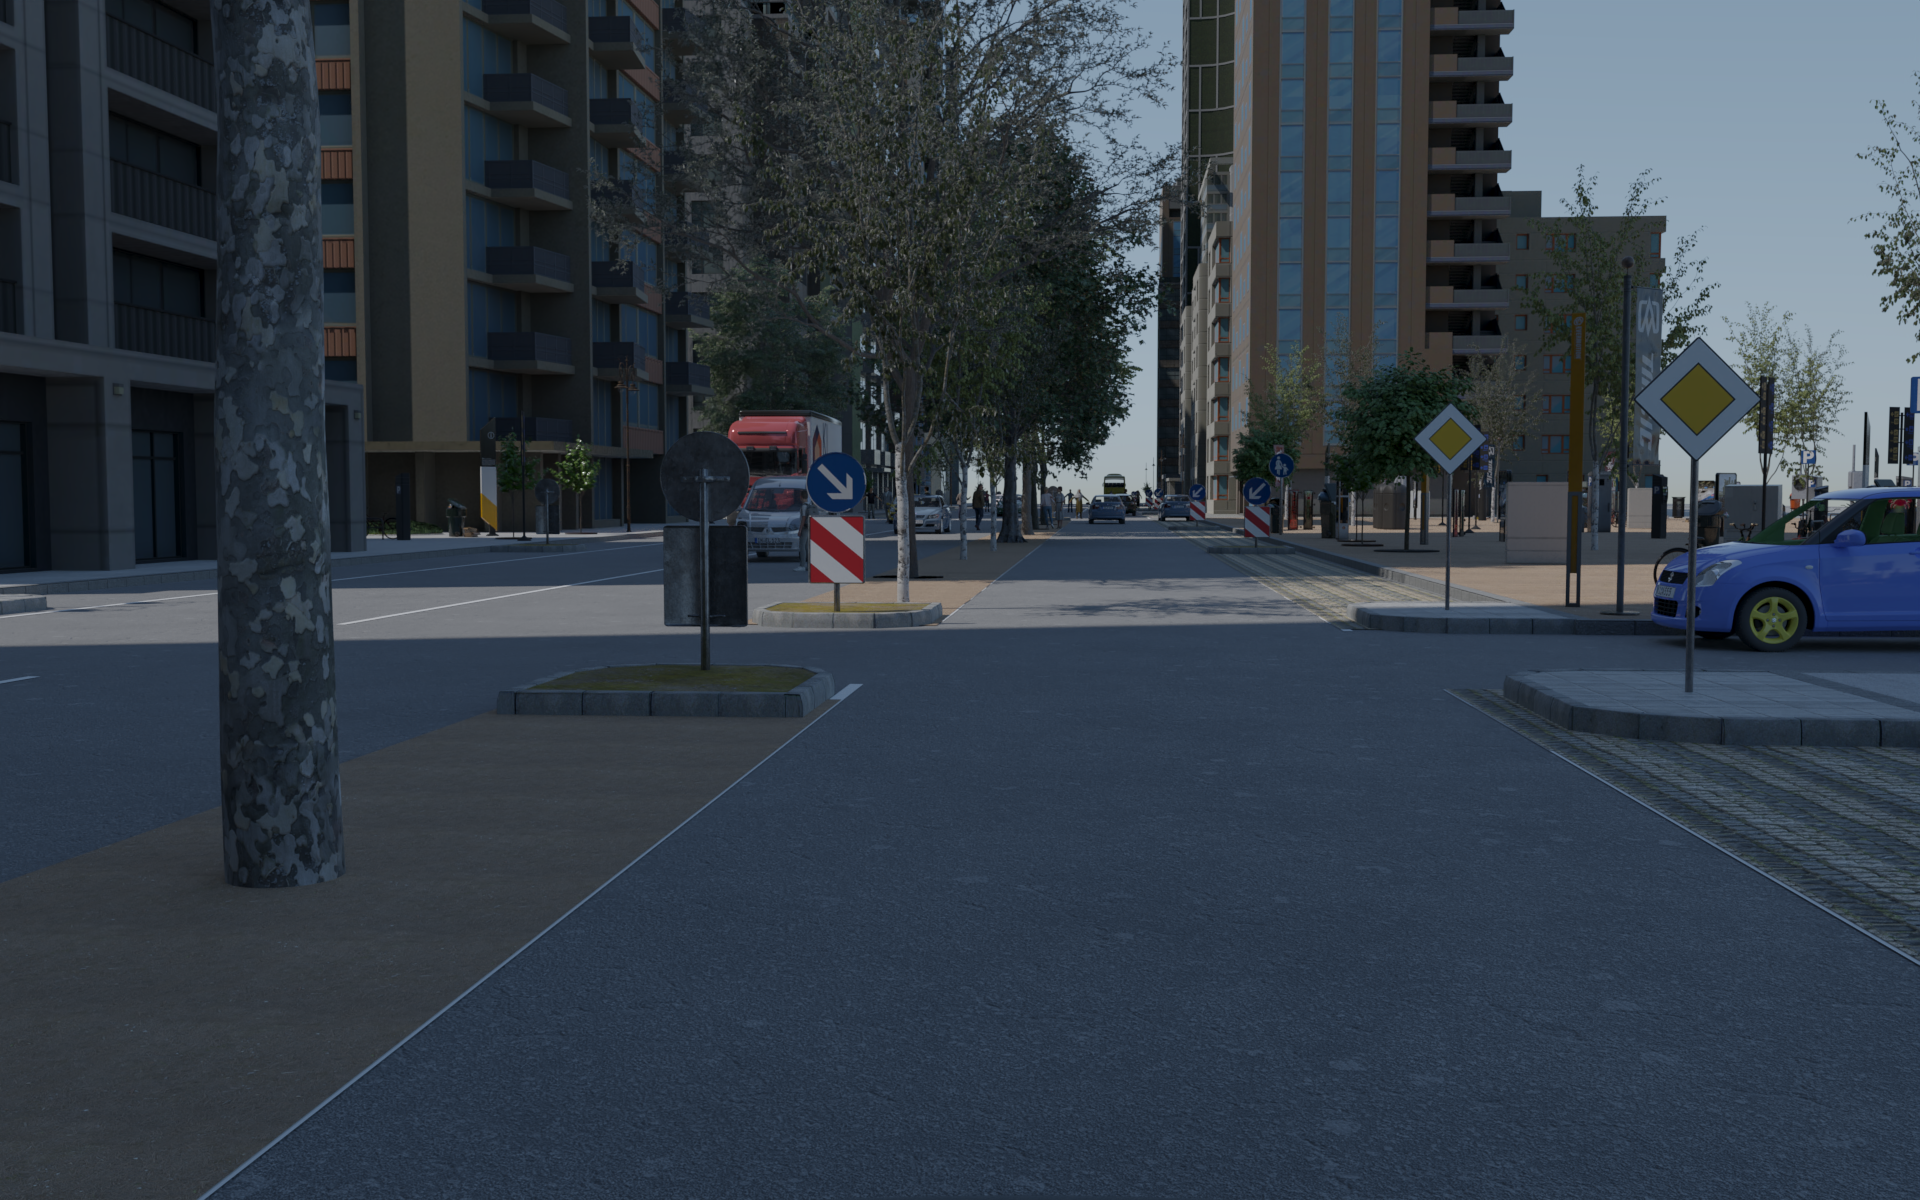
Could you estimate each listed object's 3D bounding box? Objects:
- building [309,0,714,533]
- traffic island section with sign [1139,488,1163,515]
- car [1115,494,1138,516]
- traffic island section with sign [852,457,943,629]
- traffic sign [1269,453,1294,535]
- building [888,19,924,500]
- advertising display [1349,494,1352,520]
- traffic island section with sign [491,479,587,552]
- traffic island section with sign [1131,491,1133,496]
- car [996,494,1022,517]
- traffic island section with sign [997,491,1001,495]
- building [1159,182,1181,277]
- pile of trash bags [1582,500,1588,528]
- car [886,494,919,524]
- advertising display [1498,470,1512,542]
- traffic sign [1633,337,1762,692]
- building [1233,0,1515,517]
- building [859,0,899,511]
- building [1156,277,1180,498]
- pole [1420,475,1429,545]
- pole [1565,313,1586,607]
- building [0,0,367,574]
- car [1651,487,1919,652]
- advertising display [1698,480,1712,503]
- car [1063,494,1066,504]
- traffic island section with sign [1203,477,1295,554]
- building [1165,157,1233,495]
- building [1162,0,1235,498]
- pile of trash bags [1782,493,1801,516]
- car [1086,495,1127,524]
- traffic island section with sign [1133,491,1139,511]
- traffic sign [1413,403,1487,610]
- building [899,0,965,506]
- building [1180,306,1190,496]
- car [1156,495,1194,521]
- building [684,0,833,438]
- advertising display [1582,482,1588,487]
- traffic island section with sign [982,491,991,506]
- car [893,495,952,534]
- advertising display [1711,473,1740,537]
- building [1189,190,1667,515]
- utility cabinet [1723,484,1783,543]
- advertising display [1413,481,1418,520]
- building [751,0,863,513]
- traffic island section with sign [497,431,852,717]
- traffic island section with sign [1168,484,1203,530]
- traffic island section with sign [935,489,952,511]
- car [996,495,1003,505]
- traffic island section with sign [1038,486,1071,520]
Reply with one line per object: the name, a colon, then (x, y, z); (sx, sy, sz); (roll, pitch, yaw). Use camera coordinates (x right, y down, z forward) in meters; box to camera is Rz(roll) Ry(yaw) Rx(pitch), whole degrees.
building: (-22.665, -25.428, 70.378); (22.147, 44.769, 28.867); (0, 4, 5)
traffic island section with sign: (13.510, -6.746, 118.923); (1.989, 1.847, 2.006); (0, 4, 5)
car: (10.766, -6.399, 114.410); (2.009, 1.686, 4.222); (0, 4, 5)
traffic island section with sign: (-1.283, -0.690, 19.416); (2.006, 1.907, 1.989); (0, 4, 5)
traffic sign: (10.061, -3.312, 54.263); (0.768, 2.556, 0.104); (0, 4, 7)
building: (-10.962, -31.331, 162.374); (14.600, 45.320, 14.200); (0, 4, 5)
advertising display: (19.522, -5.002, 87.003); (0.123, 1.923, 0.974); (3, 4, 39)
traffic island section with sign: (-10.487, -2.130, 43.452); (1.989, 1.847, 2.006); (0, 4, 5)
traffic island section with sign: (20.399, -11.730, 200.410); (1.989, 1.847, 2.006); (0, 4, 5)
car: (3.352, -6.043, 110.608); (2.131, 1.459, 4.920); (0, 4, 6)
traffic island section with sign: (5.223, -13.510, 229.518); (1.989, 1.847, 2.006); (0, 4, 5)
building: (35.131, -36.330, 244.109); (14.600, 45.320, 14.200); (0, 4, 5)
pile of trash bags: (22.084, -3.420, 65.666); (3.447, 1.369, 1.912); (-1, 4, -11)
car: (-2.525, -4.528, 84.254); (2.015, 1.641, 3.980); (0, 4, 3)
advertising display: (14.679, -2.536, 46.685); (0.123, 1.923, 0.974); (0, 4, 4)
traffic sign: (4.721, -0.460, 11.160); (0.795, 2.450, 0.064); (0, 4, 5)
building: (23.522, -27.612, 101.563); (14.600, 45.320, 14.200); (0, 4, 5)
building: (-16.936, -31.853, 140.398); (23.786, 49.044, 30.456); (0, 4, 5)
building: (33.180, -28.035, 230.073); (14.160, 30.474, 14.107); (0, 4, 5)
pole: (11.762, -3.055, 43.789); (0.158, 3.312, 0.155); (0, 3, 0)
pole: (6.974, -1.576, 19.614); (0.158, 3.312, 0.155); (0, 3, 0)
building: (-23.903, -36.387, 33.178); (20.563, 71.187, 20.611); (0, 4, 5)
car: (8.517, -0.412, 16.333); (3.694, 1.707, 1.945); (0, 4, 5)
advertising display: (34.927, -4.656, 81.340); (0.974, 1.923, 0.123); (2, 4, 33)
car: (13.903, -14.309, 242.987); (2.155, 1.783, 4.494); (0, 4, 3)
traffic island section with sign: (7.013, -2.036, 41.923); (1.989, 1.847, 2.006); (0, 4, 5)
building: (38.852, -30.372, 188.460); (32.217, 40.220, 23.993); (0, 4, 5)
building: (35.433, -47.278, 211.252); (20.563, 71.187, 20.611); (0, 4, 5)
pile of trash bags: (42.453, -4.939, 90.505); (3.447, 1.369, 1.912); (-1, 4, -16)
car: (7.112, -4.407, 84.064); (2.014, 1.417, 4.499); (0, 4, 4)
traffic island section with sign: (15.780, -8.389, 145.782); (1.989, 1.847, 2.006); (0, 4, 5)
traffic sign: (5.393, -0.946, 19.117); (0.795, 2.450, 0.064); (0, 4, 5)
building: (-9.976, -55.845, 225.731); (22.319, 86.520, 31.000); (0, 4, 5)
building: (34.032, -18.817, 152.704); (27.650, 21.520, 28.899); (0, 4, 5)
car: (11.419, -4.864, 91.536); (2.014, 1.417, 4.499); (0, 4, 4)
building: (-15.624, -20.277, 103.224); (14.160, 30.474, 14.107); (0, 4, 5)
advertising display: (32.074, -5.139, 89.240); (0.123, 1.923, 0.974); (3, 5, 41)
traffic island section with sign: (2.904, -11.830, 202.041); (1.989, 1.847, 2.006); (0, 4, 5)
car: (-1.344, -3.160, 63.664); (2.014, 1.417, 4.499); (0, 4, 6)
advertising display: (23.044, -2.870, 52.139); (0.974, 1.923, 0.123); (-2, 4, -35)
building: (31.188, -17.015, 123.230); (27.650, 21.520, 28.899); (0, 4, 5)
utility cabinet: (18.285, -1.913, 39.959); (1.173, 1.500, 0.318); (3, 5, 42)
advertising display: (22.692, -4.959, 86.298); (0.123, 1.923, 0.974); (0, 4, 8)
building: (-14.534, -26.510, 117.029); (14.154, 41.232, 14.086); (0, 4, 5)
traffic island section with sign: (-1.916, -0.238, 12.035); (2.006, 1.907, 1.989); (0, 4, 5)
traffic island section with sign: (9.290, -3.682, 68.826); (1.989, 1.847, 2.006); (0, 4, 5)
traffic island section with sign: (-1.738, -8.479, 147.266); (1.989, 1.847, 2.006); (0, 4, 5)
car: (4.388, -10.355, 181.666); (2.083, 1.381, 4.827); (0, 4, 6)
traffic island section with sign: (5.030, -5.269, 94.290); (2.006, 1.907, 1.989); (0, 4, 5)
